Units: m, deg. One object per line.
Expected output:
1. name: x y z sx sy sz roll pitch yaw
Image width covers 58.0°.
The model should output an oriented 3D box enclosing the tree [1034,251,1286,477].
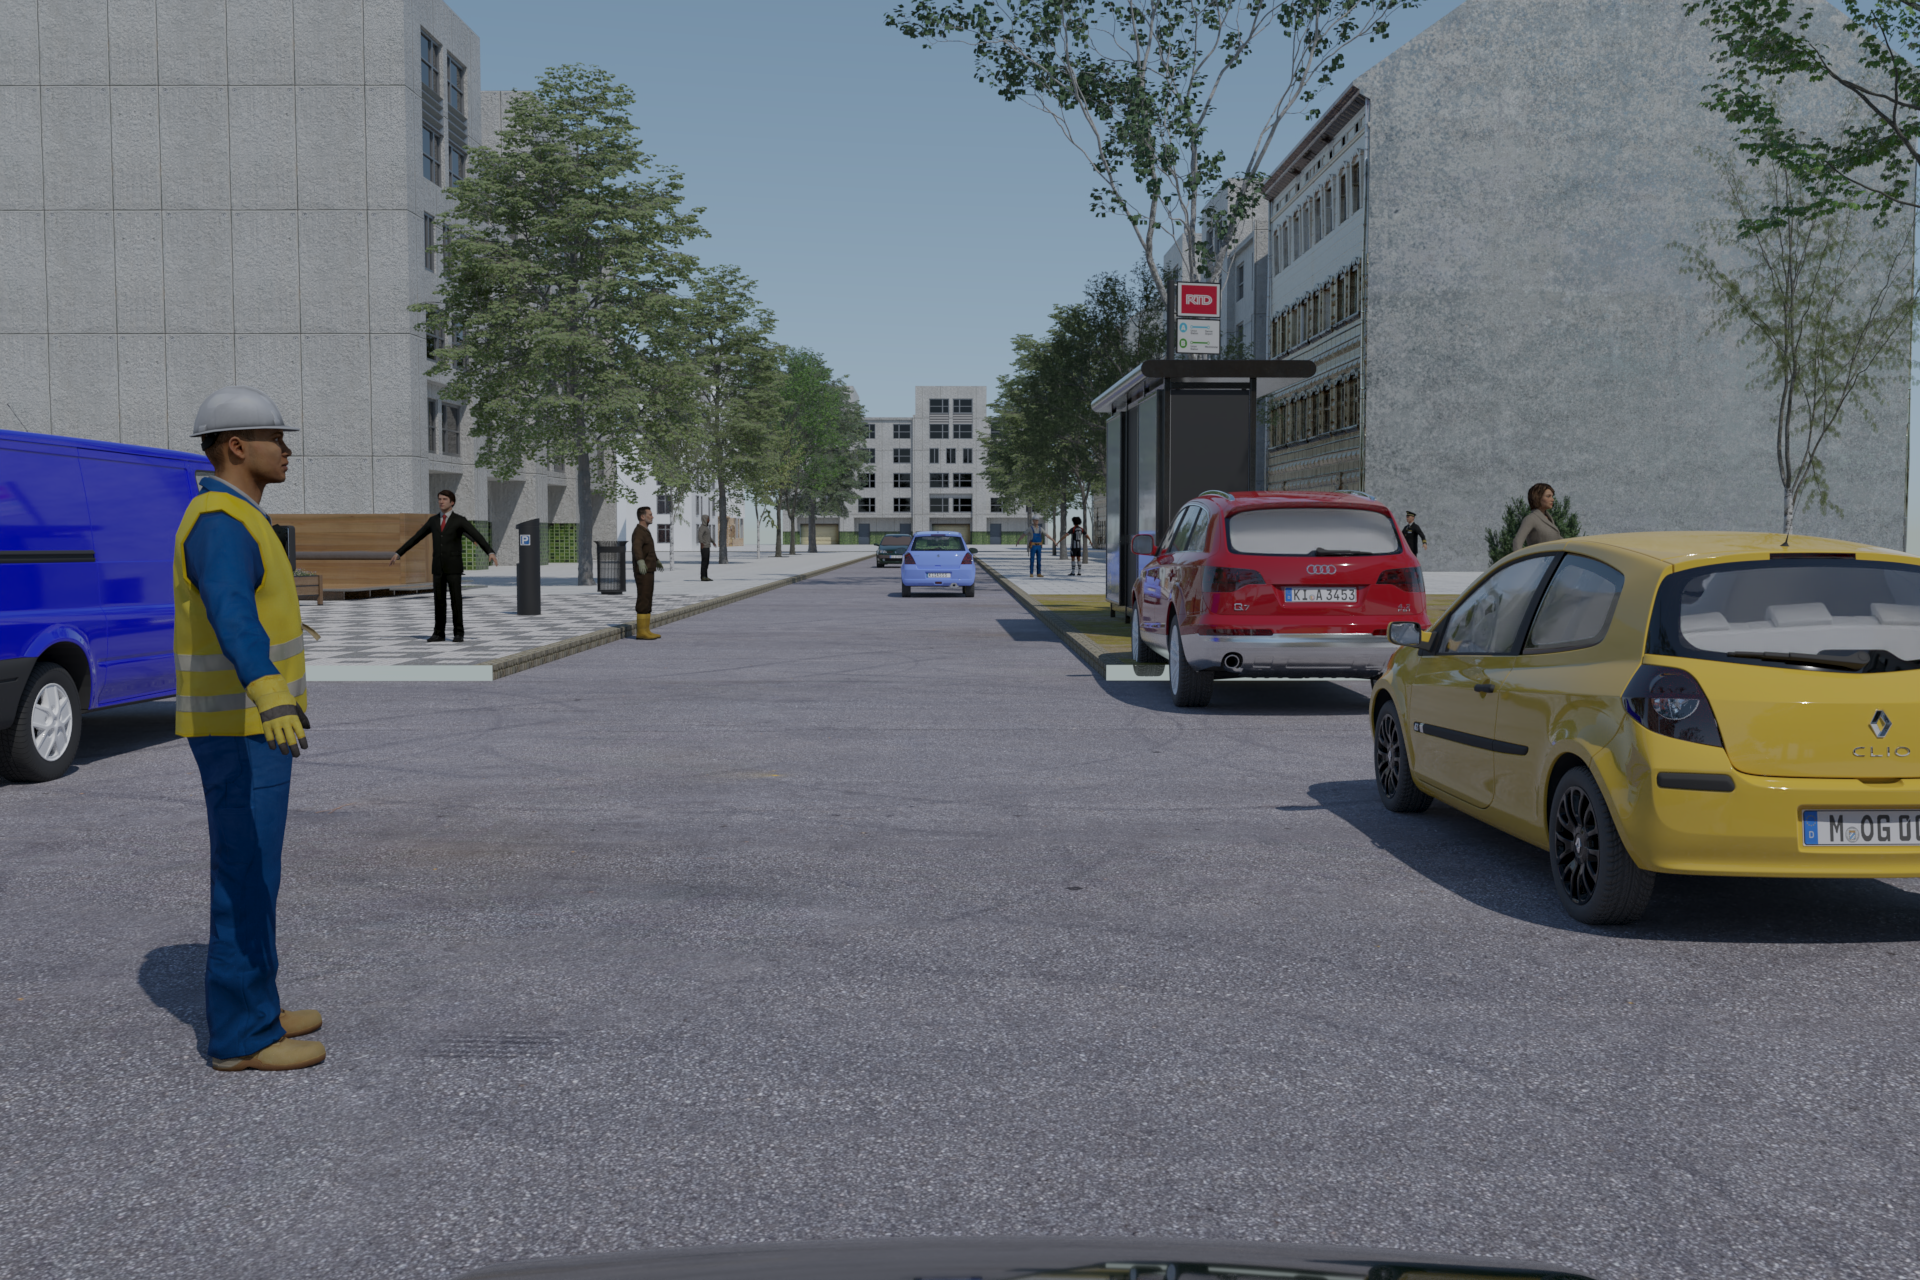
1. tree: 6.383 -7.456 56.325 8.767 10.594 7.601 1 4 11

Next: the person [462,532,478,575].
1. person: -15.661 -2.918 53.934 1.346 1.802 0.704 1 4 18

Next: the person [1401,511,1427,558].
1. person: 10.690 -2.157 41.196 0.705 1.837 1.347 -2 4 -25

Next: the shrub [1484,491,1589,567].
1. shrub: 9.306 -1.457 27.870 1.661 2.075 1.752 0 3 0

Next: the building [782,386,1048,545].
1. building: -5.413 -21.072 213.437 31.486 18.905 16.747 0 4 -1

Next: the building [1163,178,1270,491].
1. building: 21.528 -13.973 94.919 16.747 18.905 31.486 0 4 -1

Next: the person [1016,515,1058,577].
1. person: 2.252 -2.783 51.360 1.347 1.847 0.705 -1 4 -20

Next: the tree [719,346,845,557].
1. tree: -9.861 -10.354 95.049 9.928 11.665 9.643 0 3 0

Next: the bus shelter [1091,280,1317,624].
1. bus shelter: 3.144 -2.905 25.131 2.179 5.291 8.768 0 4 -1

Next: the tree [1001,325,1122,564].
1. tree: 5.584 -8.564 74.428 8.767 10.594 7.601 2 4 32

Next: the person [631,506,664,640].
1. person: -4.256 -0.914 23.545 0.704 1.812 1.346 0 4 0

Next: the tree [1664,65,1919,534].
1. tree: 13.236 -4.752 28.055 4.360 8.622 3.978 0 3 0

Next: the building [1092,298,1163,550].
1. building: 20.787 -18.873 139.495 19.493 23.208 18.063 0 4 -1

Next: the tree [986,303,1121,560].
1. tree: 5.152 -10.214 85.128 7.486 12.596 7.792 0 3 0

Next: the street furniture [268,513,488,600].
1. street furniture: -15.062 -1.882 37.633 11.010 1.723 9.812 0 4 3

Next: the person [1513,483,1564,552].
1. person: 5.278 -0.536 15.521 1.215 1.744 0.721 -3 5 -43

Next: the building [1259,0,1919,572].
1. building: 22.809 -14.445 67.101 19.493 23.208 18.063 0 4 0

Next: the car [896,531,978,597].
1. car: -0.533 -1.889 40.477 1.945 1.707 3.694 0 4 -2

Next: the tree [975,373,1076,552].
1. tree: 4.516 -12.480 122.182 7.486 12.596 7.792 0 3 0

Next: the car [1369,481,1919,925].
1. car: 3.073 0.149 7.791 2.015 1.641 3.980 0 4 -1

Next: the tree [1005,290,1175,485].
1. tree: 5.838 -7.962 64.589 8.767 10.594 7.601 0 4 4

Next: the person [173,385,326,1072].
1. person: -1.924 0.225 4.745 0.705 1.833 1.349 -1 4 -22

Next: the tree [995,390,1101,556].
1. tree: 5.363 -10.280 102.482 8.767 10.594 7.601 3 5 43

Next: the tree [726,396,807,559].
1. tree: -10.102 -8.455 88.598 4.737 8.622 4.395 0 3 0

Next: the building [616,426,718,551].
1. building: -24.961 -12.522 146.881 9.099 9.664 28.070 0 4 0

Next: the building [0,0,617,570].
1. building: -25.407 -12.419 69.502 16.747 18.905 31.486 0 4 0

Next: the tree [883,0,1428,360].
1. tree: 4.443 -11.406 42.376 12.611 20.169 13.585 0 3 0

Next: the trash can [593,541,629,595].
1. trash can: -7.389 -1.533 36.715 0.748 1.137 0.748 0 3 0

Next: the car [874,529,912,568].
1. car: -2.698 -3.971 74.710 2.009 1.686 4.222 0 4 0

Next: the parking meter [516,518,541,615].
1. parking meter: -6.851 -1.167 27.486 0.372 1.533 0.369 0 3 0

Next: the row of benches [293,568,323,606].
1. row of benches: -12.446 -0.857 29.480 1.422 0.672 4.104 1 4 23

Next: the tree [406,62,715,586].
1. tree: -9.673 -7.610 42.548 7.486 12.596 7.792 0 3 0

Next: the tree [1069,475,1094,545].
1. tree: 16.032 -17.317 208.882 9.928 11.665 9.643 0 3 0

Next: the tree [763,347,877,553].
1. tree: -9.985 -12.894 117.475 9.857 13.997 8.962 0 3 0

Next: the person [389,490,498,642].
1. person: -6.110 -0.881 20.596 1.347 1.806 0.705 0 4 8

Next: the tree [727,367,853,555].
1. tree: -10.380 -11.022 105.958 9.928 11.665 9.643 0 3 0

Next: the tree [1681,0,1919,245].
1. tree: 9.282 -5.439 14.682 9.928 11.665 9.643 0 3 0

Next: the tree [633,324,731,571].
1. tree: -10.236 -6.697 59.863 4.360 8.622 3.978 0 3 0

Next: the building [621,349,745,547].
1. building: -28.287 -19.536 175.828 16.016 20.090 11.380 0 4 -1

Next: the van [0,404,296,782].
1. van: -6.193 -0.444 11.649 2.240 2.365 5.245 0 4 -1

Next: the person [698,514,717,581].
1. person: -6.889 -2.501 47.024 0.705 1.813 1.348 0 4 8

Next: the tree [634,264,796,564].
1. tree: -10.363 -9.487 73.247 7.486 12.596 7.792 0 3 0

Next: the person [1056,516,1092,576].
1. person: 3.555 -2.887 53.341 1.345 1.843 0.704 -2 4 -30

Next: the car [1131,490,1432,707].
1. car: 2.774 -0.441 15.892 2.281 1.827 5.304 0 4 0
